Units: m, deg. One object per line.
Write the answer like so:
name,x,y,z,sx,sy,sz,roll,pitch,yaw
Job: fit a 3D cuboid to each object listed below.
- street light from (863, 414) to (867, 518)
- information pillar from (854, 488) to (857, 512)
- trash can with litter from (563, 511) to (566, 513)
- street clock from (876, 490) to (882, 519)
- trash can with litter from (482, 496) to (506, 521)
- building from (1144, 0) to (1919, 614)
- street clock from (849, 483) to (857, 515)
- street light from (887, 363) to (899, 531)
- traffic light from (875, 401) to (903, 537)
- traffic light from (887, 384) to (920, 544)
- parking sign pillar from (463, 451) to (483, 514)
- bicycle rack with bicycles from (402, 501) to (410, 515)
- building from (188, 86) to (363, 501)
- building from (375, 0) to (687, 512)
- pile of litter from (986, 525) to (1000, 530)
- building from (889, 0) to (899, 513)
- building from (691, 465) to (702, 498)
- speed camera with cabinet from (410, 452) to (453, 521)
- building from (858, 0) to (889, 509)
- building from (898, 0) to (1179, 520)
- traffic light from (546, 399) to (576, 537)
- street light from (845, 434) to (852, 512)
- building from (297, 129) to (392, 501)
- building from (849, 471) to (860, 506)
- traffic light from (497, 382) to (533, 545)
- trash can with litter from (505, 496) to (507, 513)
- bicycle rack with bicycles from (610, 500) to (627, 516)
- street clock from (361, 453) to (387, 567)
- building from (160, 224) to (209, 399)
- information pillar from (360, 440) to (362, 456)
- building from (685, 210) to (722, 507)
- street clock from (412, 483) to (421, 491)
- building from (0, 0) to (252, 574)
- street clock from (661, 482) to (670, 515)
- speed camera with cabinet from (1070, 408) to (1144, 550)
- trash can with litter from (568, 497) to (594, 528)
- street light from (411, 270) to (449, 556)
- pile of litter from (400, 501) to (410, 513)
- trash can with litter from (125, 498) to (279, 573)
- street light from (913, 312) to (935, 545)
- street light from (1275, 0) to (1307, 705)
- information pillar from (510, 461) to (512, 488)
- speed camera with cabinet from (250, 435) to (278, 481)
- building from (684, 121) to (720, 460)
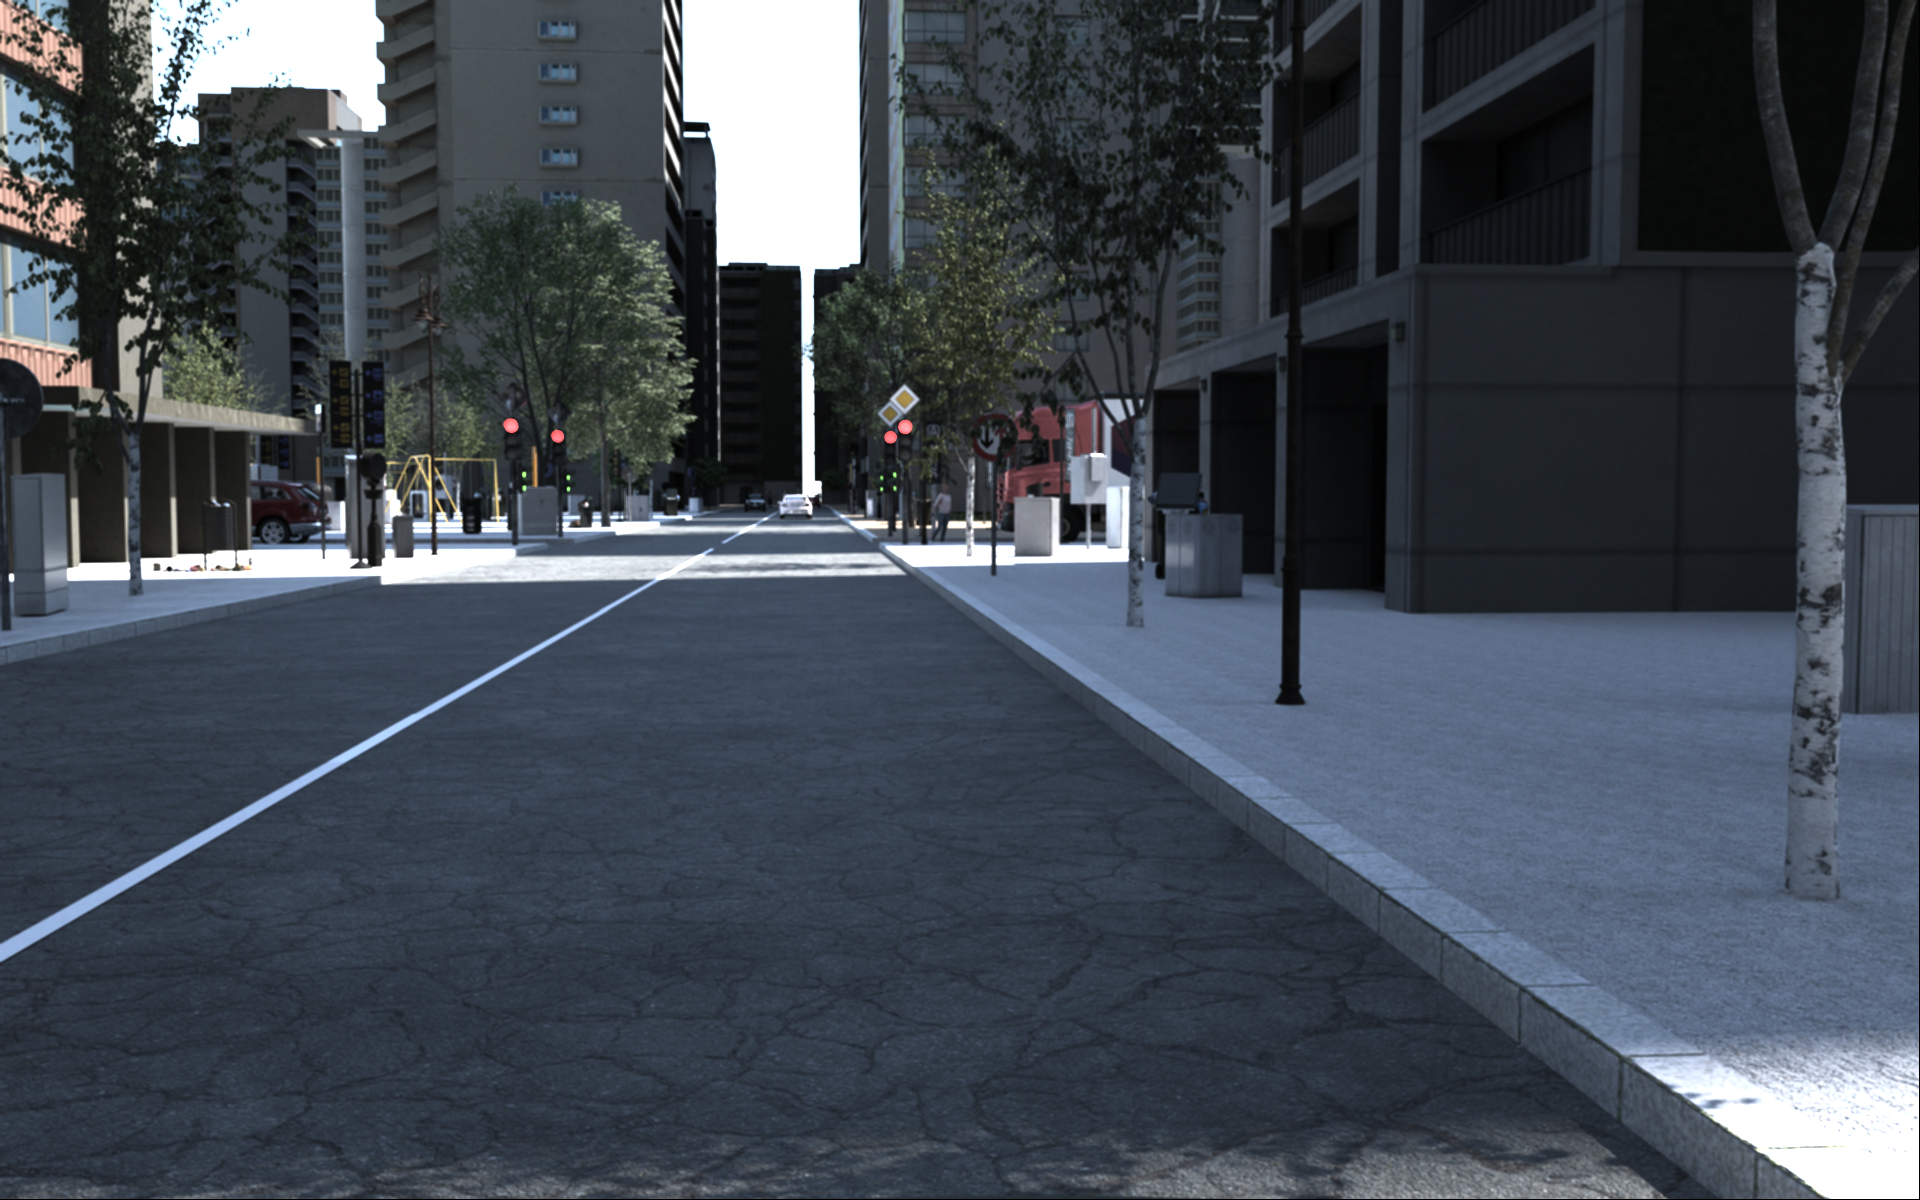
street light,-5.085,-7.344,92.856,0.468,5.910,1.993,0,4,-5
information pillar,-7.338,-7.128,121.029,0.304,2.012,0.304,0,4,5
trash can with litter,-27.557,-6.551,118.165,2.233,1.210,1.678,1,4,22
street clock,-4.232,-5.270,90.732,0.471,2.002,0.358,-1,4,-21
trash can with litter,-22.263,-4.318,81.664,1.678,1.210,2.233,-1,4,-22
building,14.591,-35.691,21.797,20.563,71.187,20.611,0,4,-5
street clock,-6.529,-6.201,105.954,0.471,2.002,0.358,0,3,0
street light,-2.260,-5.299,59.424,0.468,5.910,1.993,0,4,-5
traffic light,-2.122,-3.869,52.176,0.839,4.253,0.868,0,4,-5
traffic light,-1.428,-3.382,44.220,0.839,4.253,0.868,0,4,-5
parking sign pillar,-30.915,-7.431,109.972,1.447,3.967,1.447,2,4,24
bicycle rack with bicycles,-30.295,-4.897,93.446,2.852,0.926,2.925,0,4,-3
building,-73.273,-32.867,187.491,14.200,45.320,14.600,0,4,-5
building,-32.944,-31.278,135.096,21.300,48.544,21.600,0,4,-5
pile of litter,1.645,-2.916,61.644,1.176,0.858,1.719,-2,4,-30
building,2.503,-28.446,115.209,14.600,45.320,14.200,0,4,-5
building,-34.009,-43.866,155.458,20.563,71.187,20.611,0,4,-5
speed camera with cabinet,-24.956,-5.344,81.713,2.038,3.252,0.660,1,4,20
building,2.898,-31.499,138.713,21.300,48.544,21.600,0,4,-5
building,3.615,-25.055,93.245,14.154,41.232,14.086,0,4,-5
traffic light,-11.845,-3.816,51.316,0.839,4.253,0.868,0,4,-5
street light,-8.155,-9.415,126.730,0.468,5.910,1.993,0,4,-5
building,-52.398,-29.923,181.122,23.993,40.220,32.217,0,4,-5
building,-1.824,-45.980,190.031,20.563,71.187,20.611,0,4,-5
traffic light,-11.152,-3.330,43.361,0.839,4.253,0.868,0,4,-5
trash can with litter,-30.435,-6.372,115.562,0.624,1.170,1.055,-2,4,-25
bicycle rack with bicycles,-19.821,-5.412,101.861,2.852,0.926,2.925,-1,4,-17
street clock,-10.290,-1.580,30.406,0.358,2.002,0.471,1,4,17
building,-87.430,-25.423,187.367,14.107,30.474,14.160,0,4,-5
information pillar,-23.283,-4.639,67.196,0.183,3.616,0.504,-2,4,-31
building,-31.784,-24.623,174.286,14.160,30.474,14.107,0,4,-5
street clock,-32.163,-5.987,102.451,0.471,2.002,0.358,0,4,-3
building,-28.743,-22.884,28.776,28.867,44.769,22.147,0,4,-5
street clock,-17.849,-6.141,104.973,0.471,2.002,0.358,-2,4,-32
speed camera with cabinet,3.538,-2.817,40.389,2.038,3.252,0.660,-2,4,-34
trash can with litter,-14.232,-3.273,64.900,1.055,1.170,0.624,2,4,25
street light,-10.970,-3.865,35.985,0.468,5.910,1.993,0,4,-5
pile of litter,-36.905,-6.234,115.887,1.719,0.858,1.176,1,4,22
trash can with litter,-12.698,-1.090,28.875,2.233,1.210,1.678,0,4,-4
street light,-0.908,-4.349,43.900,0.468,5.910,1.993,0,4,-5
street light,2.023,-2.302,10.433,0.468,5.910,1.993,0,4,-5
information pillar,-32.228,-8.131,124.304,0.183,3.616,0.504,-1,4,-21
speed camera with cabinet,-20.947,-3.599,53.187,2.038,3.252,0.660,2,4,34
building,-33.872,-31.076,191.692,14.086,41.232,14.154,0,4,-5
